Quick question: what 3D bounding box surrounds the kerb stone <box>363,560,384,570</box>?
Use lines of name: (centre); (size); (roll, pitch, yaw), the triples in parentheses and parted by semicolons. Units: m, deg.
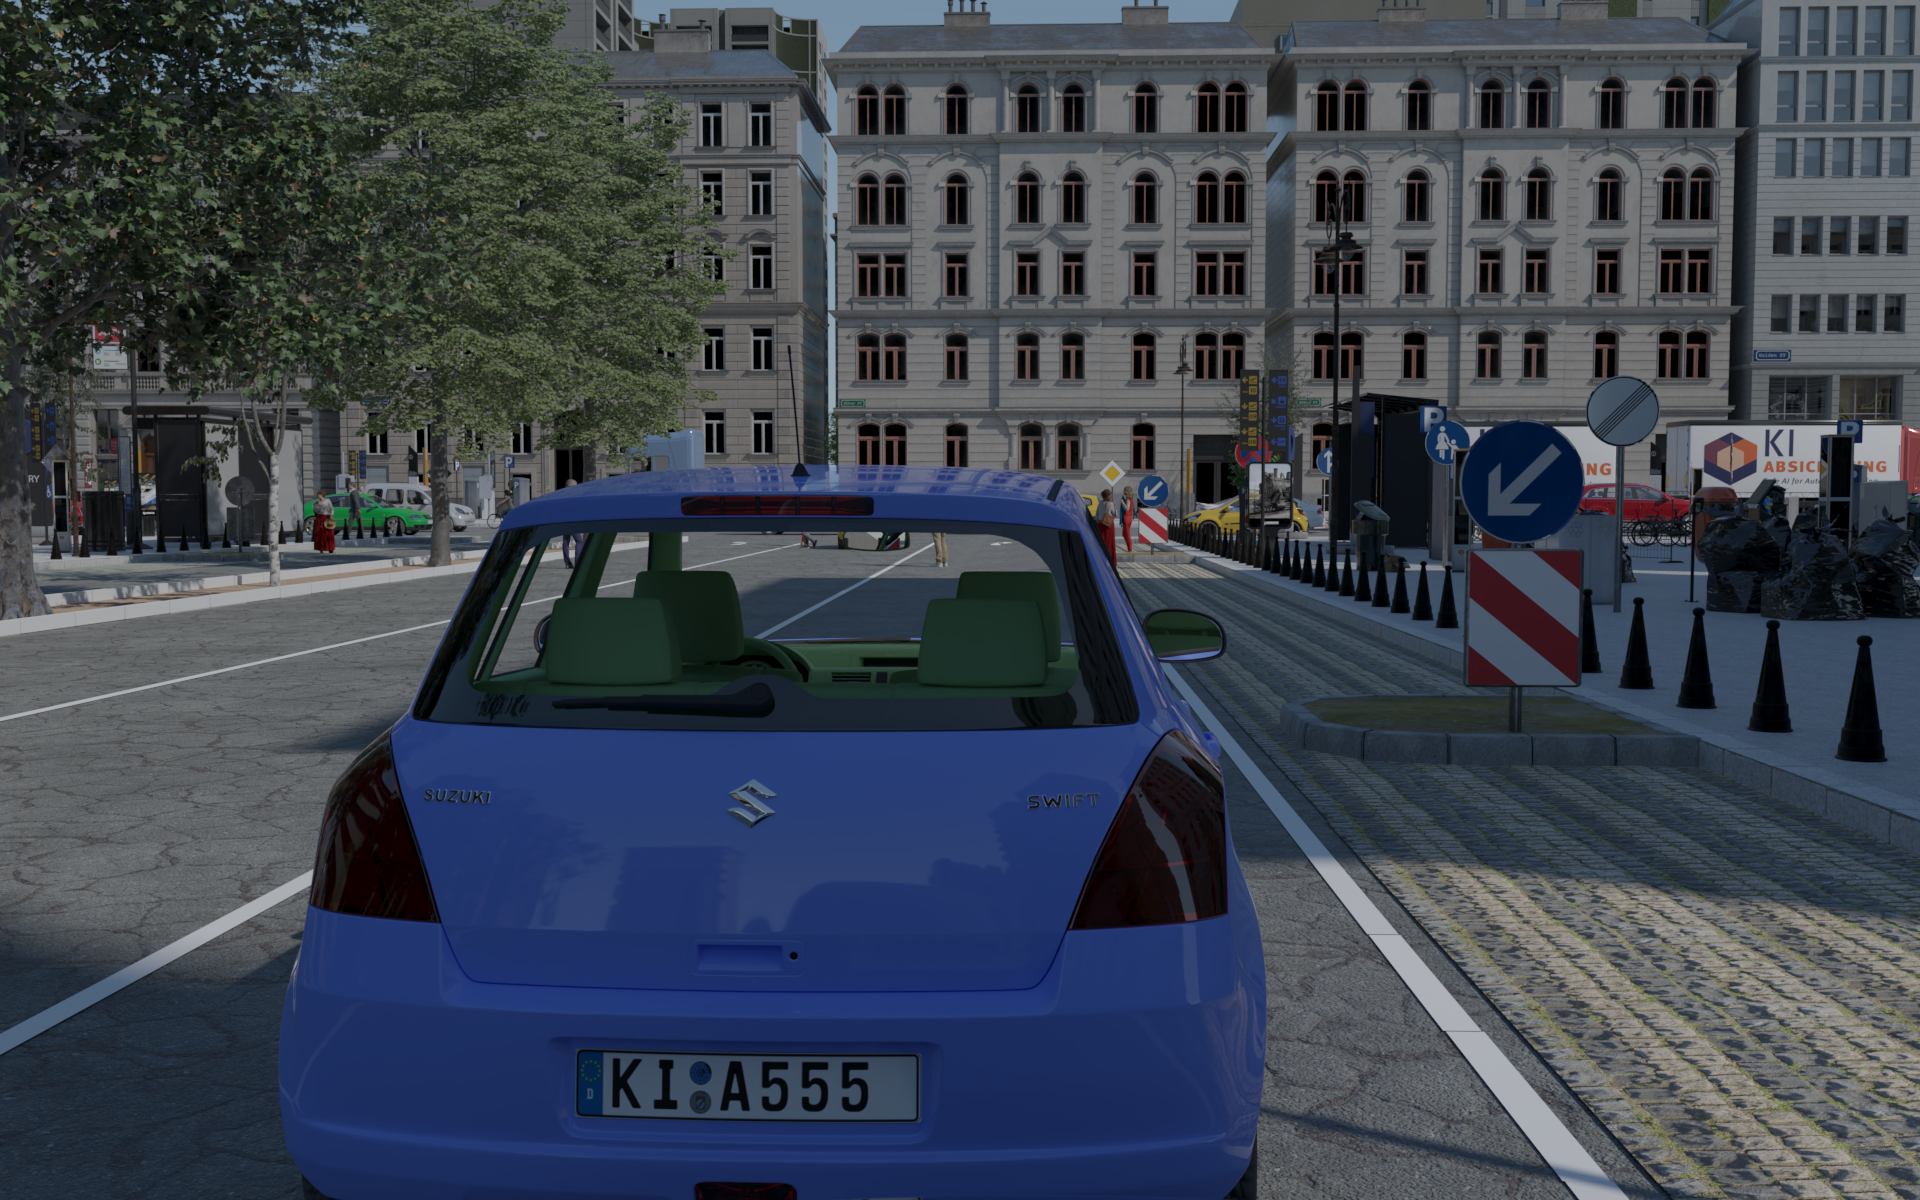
kerb stone: (-11.176, -0.641, 32.708); (0.120, 0.150, 1.000); (0, 4, 2)

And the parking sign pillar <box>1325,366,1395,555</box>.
parking sign pillar: (8.595, -2.975, 37.111); (1.447, 3.967, 1.447); (1, 4, 12)

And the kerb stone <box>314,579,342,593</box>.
kerb stone: (-9.356, -0.195, 25.391); (0.120, 0.150, 1.000); (0, 4, 2)

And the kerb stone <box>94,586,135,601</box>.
kerb stone: (-11.535, -0.077, 23.461); (0.120, 0.150, 1.000); (0, 4, 2)

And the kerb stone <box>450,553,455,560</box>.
kerb stone: (-11.011, -0.892, 36.826); (0.120, 0.150, 1.000); (0, 4, 2)

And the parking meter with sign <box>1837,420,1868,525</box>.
parking meter with sign: (21.523, -2.773, 41.606); (0.543, 3.016, 1.738); (3, 4, 39)

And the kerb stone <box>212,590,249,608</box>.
kerb stone: (-9.468, -0.006, 22.296); (0.120, 0.150, 1.000); (0, 4, 2)

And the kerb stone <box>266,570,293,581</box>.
kerb stone: (-11.332, -0.391, 28.592); (0.120, 0.150, 1.000); (0, 4, 2)

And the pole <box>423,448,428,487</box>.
pole: (-23.482, -5.033, 76.131); (0.158, 3.312, 0.155); (0, 3, 0)

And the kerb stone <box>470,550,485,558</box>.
kerb stone: (-10.940, -1.020, 38.875); (0.120, 0.150, 1.000); (0, 4, 2)

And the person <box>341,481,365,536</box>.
person: (-20.057, -2.992, 57.203); (0.755, 1.850, 0.659); (0, 4, -2)

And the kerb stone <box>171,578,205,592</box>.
kerb stone: (-11.458, -0.195, 25.516); (0.120, 0.150, 1.000); (0, 4, 2)

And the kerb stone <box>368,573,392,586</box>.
kerb stone: (-9.284, -0.320, 27.440); (0.120, 0.150, 1.000); (0, 4, 2)

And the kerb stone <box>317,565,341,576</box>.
kerb stone: (-11.260, -0.514, 30.650); (0.120, 0.150, 1.000); (0, 4, 2)

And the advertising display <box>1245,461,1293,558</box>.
advertising display: (6.127, -1.783, 34.373); (0.974, 1.923, 0.123); (-1, 4, -16)

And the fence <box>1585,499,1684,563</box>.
fence: (12.779, -1.343, 33.165); (0.480, 1.192, 2.264); (-2, 4, -26)

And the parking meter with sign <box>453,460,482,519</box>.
parking meter with sign: (-25.059, -5.672, 88.991); (1.738, 3.016, 0.543); (0, 4, 7)

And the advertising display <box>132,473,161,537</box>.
advertising display: (-24.454, -2.869, 52.127); (0.123, 1.923, 0.974); (2, 4, 34)

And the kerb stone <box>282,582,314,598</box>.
kerb stone: (-9.389, -0.131, 24.345); (0.120, 0.150, 1.000); (0, 4, 2)

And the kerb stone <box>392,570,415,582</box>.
kerb stone: (-9.242, -0.377, 28.475); (0.120, 0.150, 1.000); (0, 4, 2)

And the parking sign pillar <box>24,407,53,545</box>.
parking sign pillar: (-23.961, -3.410, 44.220); (1.447, 3.967, 1.447); (0, 4, -5)

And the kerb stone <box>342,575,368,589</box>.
kerb stone: (-9.317, -0.258, 26.415); (0.120, 0.150, 1.000); (0, 4, 2)

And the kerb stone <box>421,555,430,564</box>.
kerb stone: (-11.063, -0.832, 35.803); (0.120, 0.150, 1.000); (0, 4, 2)

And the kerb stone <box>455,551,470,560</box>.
kerb stone: (-10.980, -0.958, 37.851); (0.120, 0.150, 1.000); (0, 4, 2)

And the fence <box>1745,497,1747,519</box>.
fence: (20.295, -2.051, 44.737); (0.480, 1.192, 2.264); (2, 4, 24)

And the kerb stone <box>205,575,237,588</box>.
kerb stone: (-11.416, -0.266, 26.544); (0.120, 0.150, 1.000); (0, 4, 2)

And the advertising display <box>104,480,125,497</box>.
advertising display: (-38.256, -4.483, 78.504); (0.974, 1.923, 0.123); (-2, 4, -26)

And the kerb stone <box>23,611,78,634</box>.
kerb stone: (-9.631, 0.245, 18.192); (0.120, 0.150, 1.000); (0, 4, 2)

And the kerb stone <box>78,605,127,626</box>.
kerb stone: (-9.594, 0.182, 19.217); (0.120, 0.150, 1.000); (0, 4, 2)

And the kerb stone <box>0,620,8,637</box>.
kerb stone: (-9.666, 0.307, 17.168); (0.120, 0.150, 1.000); (0, 4, 2)

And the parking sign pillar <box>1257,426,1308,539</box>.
parking sign pillar: (9.285, -3.748, 49.747); (1.447, 3.967, 1.447); (1, 4, 20)

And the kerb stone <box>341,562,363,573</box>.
kerb stone: (-11.210, -0.580, 31.674); (0.120, 0.150, 1.000); (0, 4, 2)

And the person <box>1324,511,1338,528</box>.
person: (11.707, -2.400, 53.237); (1.012, 1.151, 0.738); (1, 4, 12)

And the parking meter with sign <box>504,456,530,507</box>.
parking meter with sign: (-20.351, -5.151, 80.483); (0.543, 3.016, 1.738); (2, 4, 27)

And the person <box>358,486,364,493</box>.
person: (-24.490, -3.776, 70.663); (0.534, 1.772, 0.576); (2, 4, 26)

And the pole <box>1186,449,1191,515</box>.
pole: (10.299, -5.150, 78.045); (0.158, 3.312, 0.155); (0, 3, 0)

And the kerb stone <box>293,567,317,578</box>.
kerb stone: (-11.296, -0.445, 29.617); (0.120, 0.150, 1.000); (0, 4, 2)

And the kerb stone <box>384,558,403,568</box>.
kerb stone: (-11.142, -0.705, 33.735); (0.120, 0.150, 1.000); (0, 4, 2)

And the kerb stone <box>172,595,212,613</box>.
kerb stone: (-9.507, 0.060, 21.265); (0.120, 0.150, 1.000); (0, 4, 2)

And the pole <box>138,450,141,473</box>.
pole: (-38.235, -5.311, 80.675); (0.158, 3.312, 0.155); (0, 3, 0)

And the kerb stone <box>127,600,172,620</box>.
kerb stone: (-9.550, 0.120, 20.241); (0.120, 0.150, 1.000); (0, 4, 2)

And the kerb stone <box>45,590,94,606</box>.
kerb stone: (-11.576, -0.014, 22.431); (0.120, 0.150, 1.000); (0, 4, 2)

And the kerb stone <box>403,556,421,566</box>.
kerb stone: (-11.100, -0.770, 34.777); (0.120, 0.150, 1.000); (0, 4, 2)

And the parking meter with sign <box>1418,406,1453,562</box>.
parking meter with sign: (9.434, -2.277, 33.494); (0.543, 3.016, 1.738); (0, 4, -6)

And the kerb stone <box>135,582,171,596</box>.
kerb stone: (-11.498, -0.140, 24.486); (0.120, 0.150, 1.000); (0, 4, 2)

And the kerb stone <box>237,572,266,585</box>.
kerb stone: (-11.370, -0.329, 27.568); (0.120, 0.150, 1.000); (0, 4, 2)

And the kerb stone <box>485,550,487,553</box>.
kerb stone: (-10.895, -1.082, 39.899); (0.120, 0.150, 1.000); (0, 4, 2)

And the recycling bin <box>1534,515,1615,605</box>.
recycling bin: (7.239, -0.479, 20.379); (0.722, 1.027, 0.722); (0, 4, -7)

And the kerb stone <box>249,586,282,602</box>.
kerb stone: (-9.437, -0.069, 23.321); (0.120, 0.150, 1.000); (0, 4, 2)

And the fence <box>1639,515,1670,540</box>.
fence: (19.792, -2.078, 49.346); (0.278, 0.683, 2.069); (0, 4, 3)
